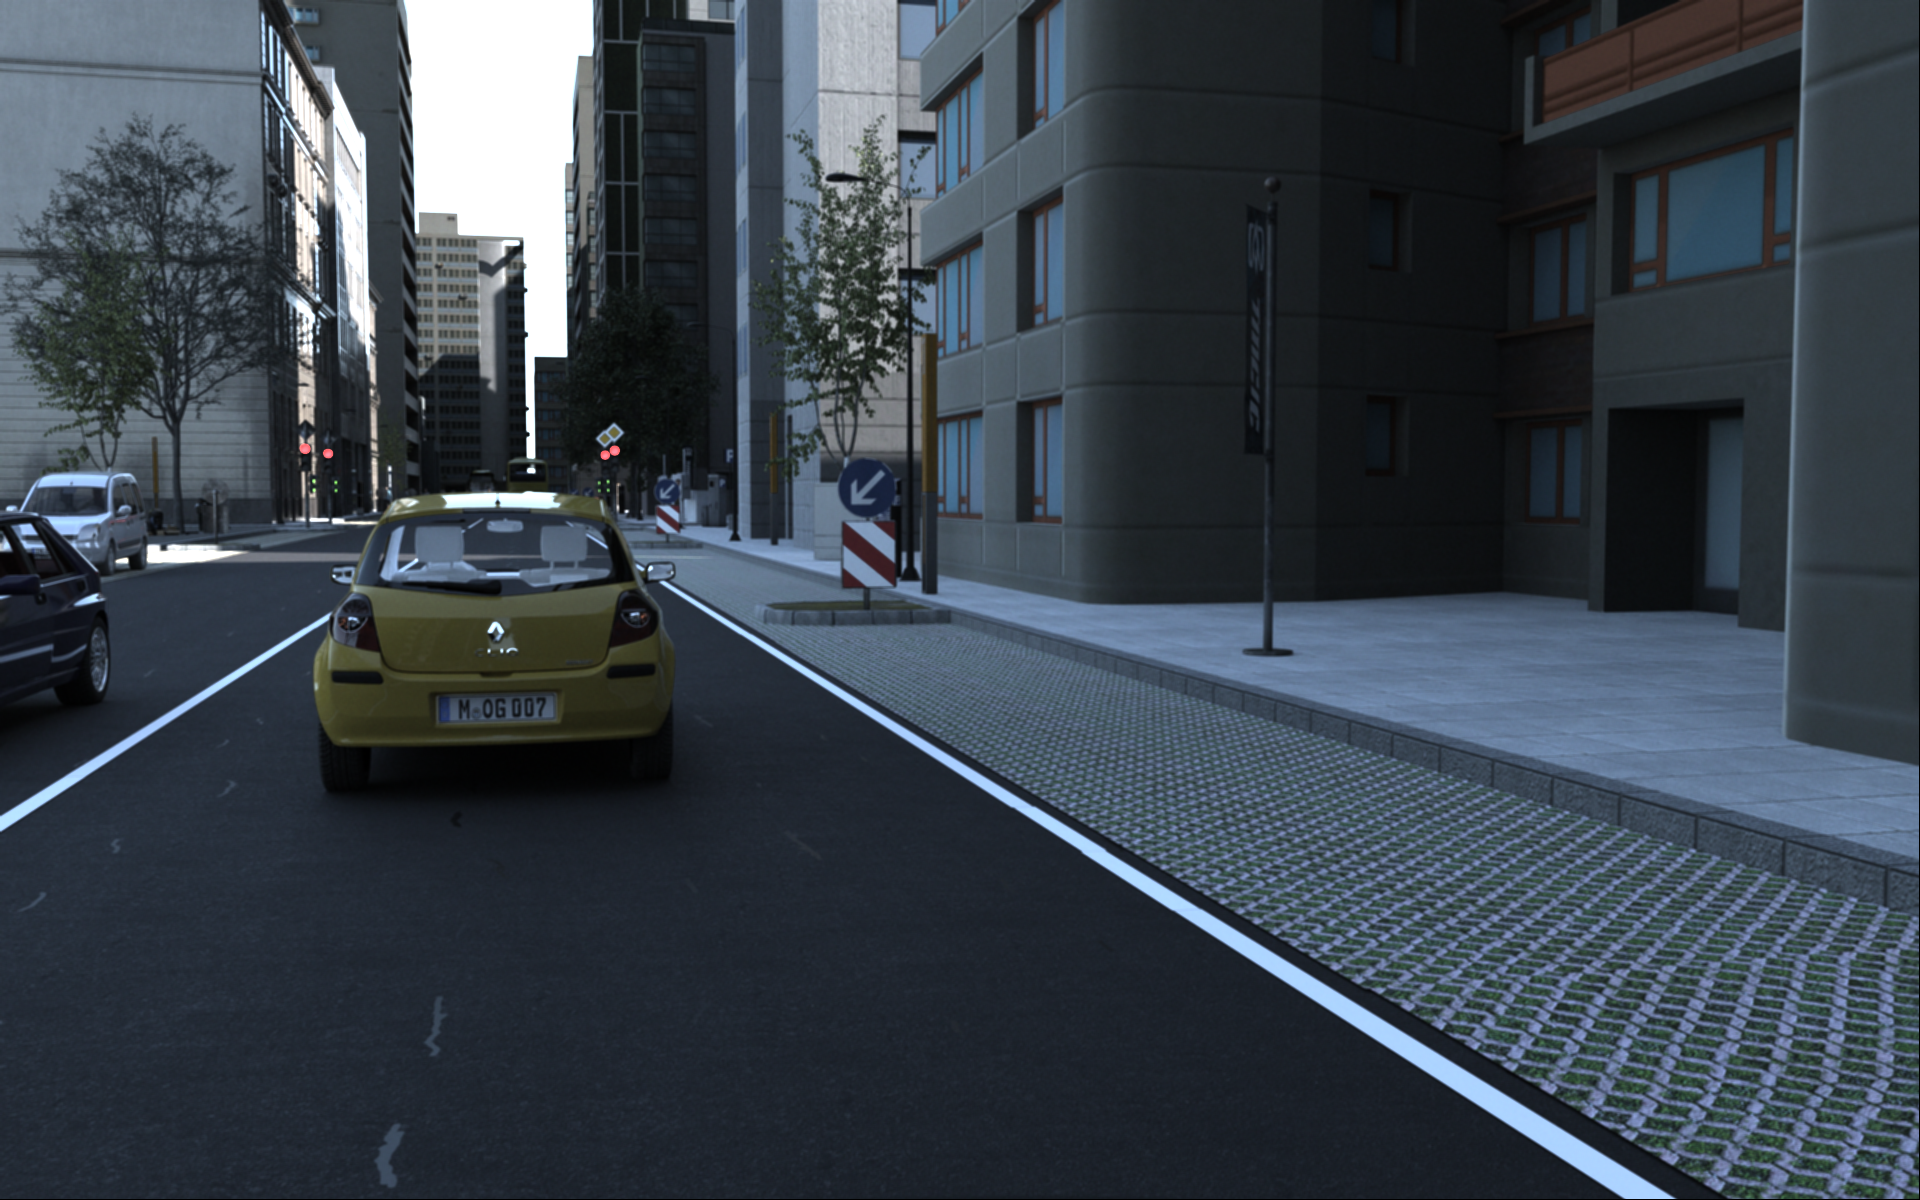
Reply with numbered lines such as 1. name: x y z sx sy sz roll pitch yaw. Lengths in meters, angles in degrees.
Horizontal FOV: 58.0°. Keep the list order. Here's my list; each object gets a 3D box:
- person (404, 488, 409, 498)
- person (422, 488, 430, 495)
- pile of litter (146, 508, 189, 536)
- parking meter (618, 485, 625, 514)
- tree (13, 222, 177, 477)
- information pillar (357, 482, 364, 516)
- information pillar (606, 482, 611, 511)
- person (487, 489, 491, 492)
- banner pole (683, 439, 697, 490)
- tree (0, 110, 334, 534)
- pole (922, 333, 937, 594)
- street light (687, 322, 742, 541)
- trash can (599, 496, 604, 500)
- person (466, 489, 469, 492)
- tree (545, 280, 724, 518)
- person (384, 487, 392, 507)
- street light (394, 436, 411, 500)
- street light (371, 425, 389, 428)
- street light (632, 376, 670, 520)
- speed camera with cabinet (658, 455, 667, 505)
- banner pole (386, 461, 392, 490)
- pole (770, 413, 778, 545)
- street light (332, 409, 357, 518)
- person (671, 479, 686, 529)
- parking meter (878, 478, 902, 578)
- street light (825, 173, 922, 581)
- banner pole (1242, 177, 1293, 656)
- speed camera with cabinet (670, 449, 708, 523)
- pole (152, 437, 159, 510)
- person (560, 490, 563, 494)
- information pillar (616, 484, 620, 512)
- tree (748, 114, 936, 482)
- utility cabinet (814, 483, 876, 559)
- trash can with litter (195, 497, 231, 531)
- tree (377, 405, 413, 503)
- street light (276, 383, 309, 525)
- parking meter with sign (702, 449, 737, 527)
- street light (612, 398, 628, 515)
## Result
1. person: -36.483 -6.448 114.048 0.853 1.813 0.709 0 4 -8
2. person: -33.181 -6.050 107.624 0.606 1.804 0.583 0 4 -3
3. pile of litter: -24.865 -2.445 53.934 1.719 0.858 1.176 -3 4 -38
4. parking meter: -21.888 -6.499 111.963 0.255 1.863 0.399 2 4 28
5. tree: -23.273 -5.914 47.053 4.737 8.622 4.395 0 3 0
6. information pillar: -35.804 -6.049 103.395 0.304 2.012 0.304 0 4 1
7. information pillar: -22.236 -6.421 109.473 0.304 2.012 0.304 -2 4 -26
8. person: -36.349 -7.670 133.922 0.555 1.821 0.388 2 4 31
9. banner pole: -12.150 -5.401 78.319 0.863 3.779 0.401 -3 5 -41
10. tree: -25.479 -8.904 55.952 12.009 13.543 11.850 0 3 0
11. pole: -0.390 -1.730 22.134 0.158 3.312 0.155 0 3 0
12. street light: -6.688 -4.564 47.157 1.470 5.913 1.316 -1 4 -14
13. trash can: -25.876 -6.983 125.821 0.748 1.137 0.748 0 3 0
14. person: -41.105 -8.319 144.531 0.555 1.821 0.388 2 4 29
15. tree: -17.500 -10.753 92.815 9.611 12.733 9.660 0 3 0
16. person: -42.396 -7.470 128.200 0.660 1.820 0.620 -2 4 -24
17. street light: -44.412 -10.112 137.878 1.470 5.913 1.316 -1 4 -14
18. street light: -39.075 -8.799 116.412 1.470 5.913 1.316 -1 4 -14
19. street light: -12.065 -5.863 68.407 1.470 5.913 1.316 -1 4 -14
20. speed camera with cabinet: -14.102 -5.661 86.893 2.038 3.252 0.660 1 4 13
21. banner pole: -42.598 -8.514 129.227 0.401 3.779 0.863 1 4 11
22. pole: -4.672 -3.036 43.479 0.158 3.312 0.155 0 3 0
23. street light: -33.625 -7.463 94.566 1.470 5.913 1.316 -1 4 -14
24. person: -10.535 -3.555 64.080 0.836 1.842 0.656 -1 4 -22
25. parking meter: -1.084 -1.117 26.675 0.372 1.533 0.369 0 3 0
26. street light: -1.263 -3.229 25.343 1.470 5.913 1.316 -1 4 -14
27. banner pole: 2.358 -1.440 13.566 0.401 3.779 0.863 2 4 28
28. speed camera with cabinet: -11.917 -5.035 76.656 0.660 3.252 2.038 2 4 28
29. pole: -28.888 -4.182 62.214 0.158 3.312 0.155 0 3 0
30. person: -25.431 -6.186 110.638 0.512 1.701 0.522 0 4 8
31. information pillar: -25.013 -7.451 126.312 0.304 2.012 0.304 2 4 25
32. tree: -2.292 -5.133 34.293 4.737 8.622 4.395 0 3 0
33. utility cabinet: -2.220 -1.521 33.548 1.173 1.500 0.318 1 4 10
34. trash can with litter: -25.924 -2.978 60.079 1.055 1.170 0.624 -3 5 -40
35. tree: -46.965 -11.752 142.513 4.737 8.622 4.395 0 3 0
36. street light: -27.993 -6.125 72.678 1.470 5.913 1.316 -1 4 -14
37. parking meter with sign: -9.405 -4.339 67.204 0.543 3.016 1.738 -3 5 -44
38. street light: -16.138 -6.832 84.246 1.470 5.913 1.316 -1 4 -14
